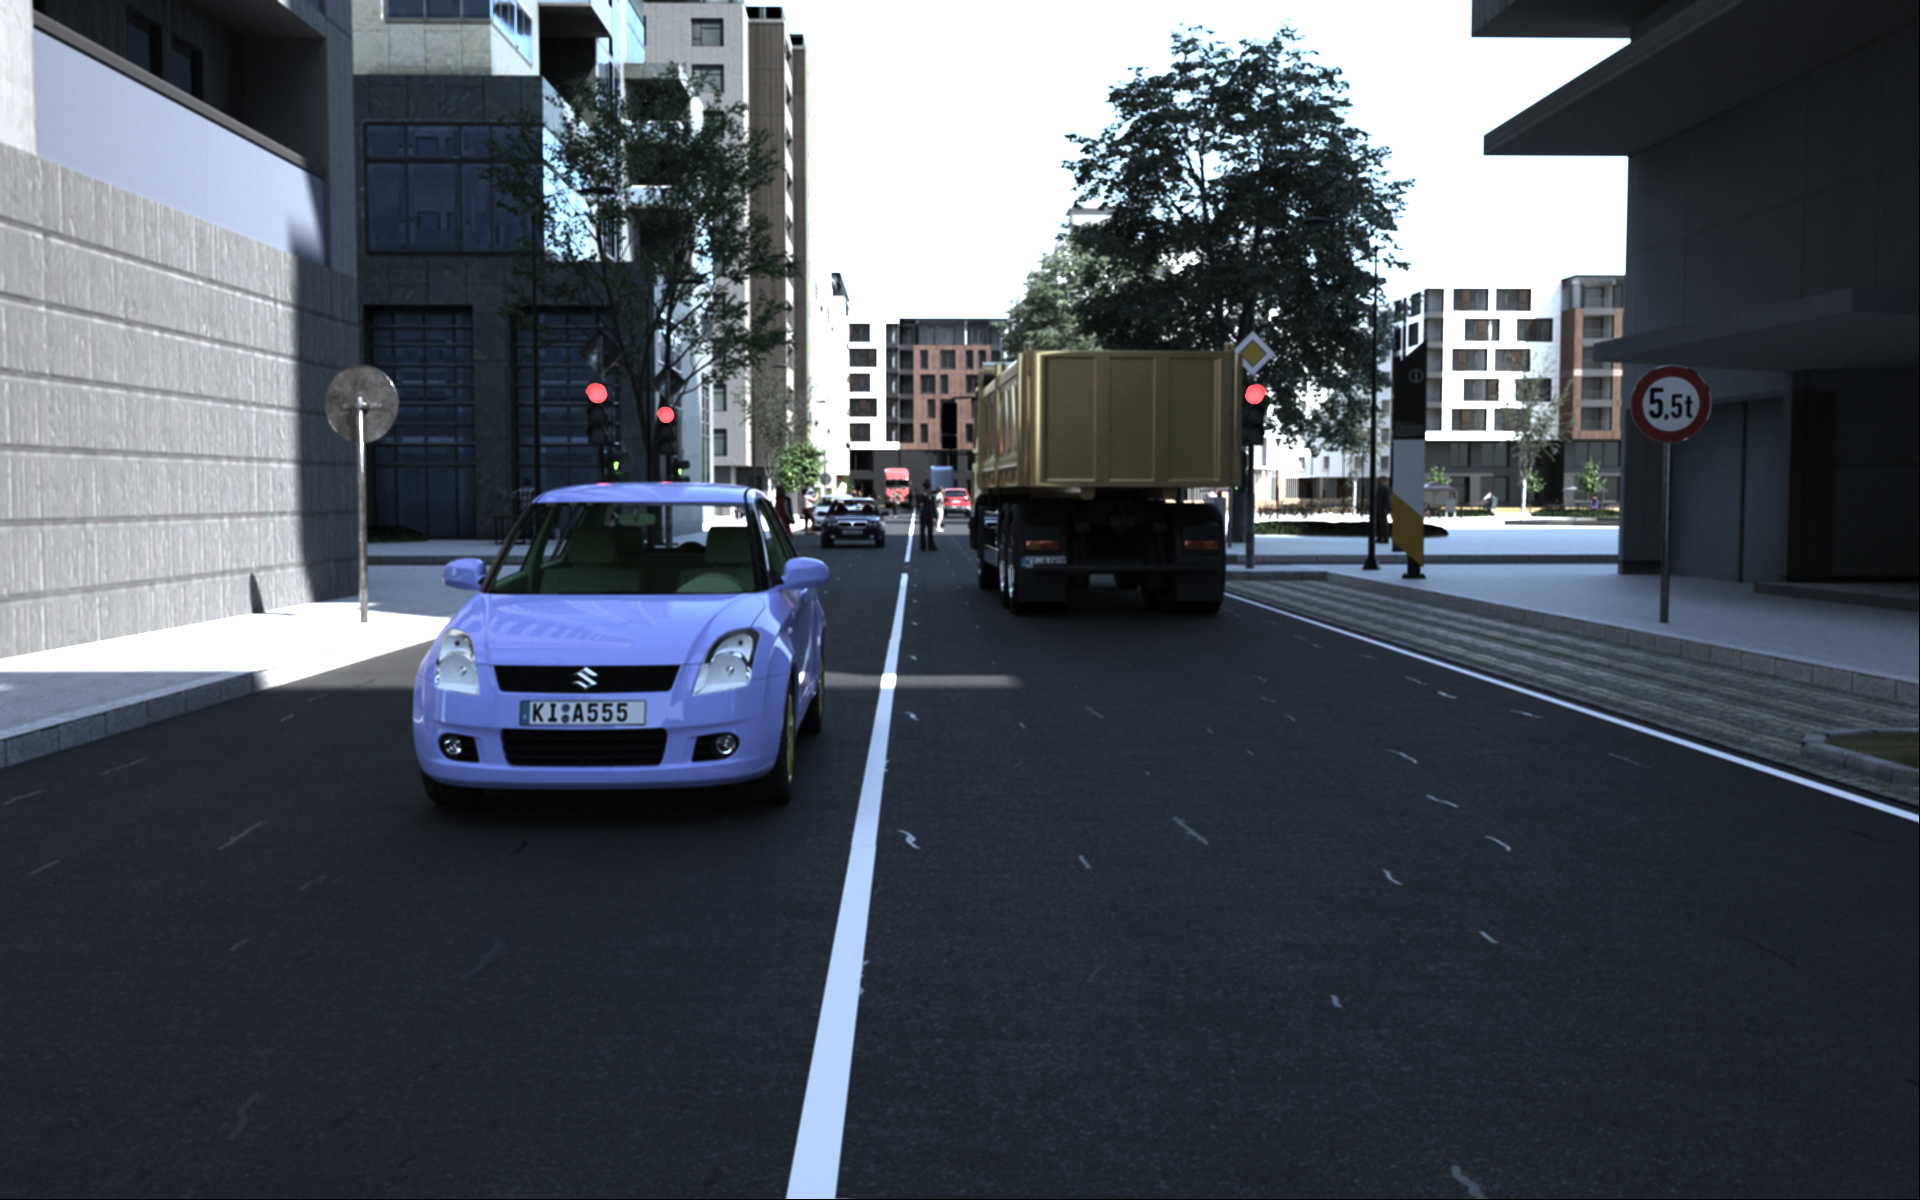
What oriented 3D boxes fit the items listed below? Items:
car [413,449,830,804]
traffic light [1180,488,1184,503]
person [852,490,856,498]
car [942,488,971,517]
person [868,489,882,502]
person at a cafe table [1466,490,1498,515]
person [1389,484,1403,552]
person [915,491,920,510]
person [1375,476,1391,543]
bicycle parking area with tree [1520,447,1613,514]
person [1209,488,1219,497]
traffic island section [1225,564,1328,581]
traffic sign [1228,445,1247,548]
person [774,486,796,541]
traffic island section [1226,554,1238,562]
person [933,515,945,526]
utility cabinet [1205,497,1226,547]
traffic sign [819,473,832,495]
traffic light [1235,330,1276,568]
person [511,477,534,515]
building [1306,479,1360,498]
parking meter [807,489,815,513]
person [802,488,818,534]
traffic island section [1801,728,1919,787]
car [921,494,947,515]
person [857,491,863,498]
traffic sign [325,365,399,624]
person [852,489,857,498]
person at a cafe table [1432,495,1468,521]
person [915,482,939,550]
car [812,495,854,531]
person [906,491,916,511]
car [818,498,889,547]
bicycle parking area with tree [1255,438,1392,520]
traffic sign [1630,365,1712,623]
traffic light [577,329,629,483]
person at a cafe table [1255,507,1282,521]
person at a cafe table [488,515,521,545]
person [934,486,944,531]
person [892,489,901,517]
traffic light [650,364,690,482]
[{"bbox_3d":[-1.633,0.029,9.124,1.945,1.707,3.694,0,4,-1],"label":"car"},{"bbox_3d":[4.797,-2.991,37.816,0.839,4.253,0.868,0,4,-1],"label":"traffic light"},{"bbox_3d":[-10.412,-9.947,169.475,0.742,1.727,0.445,3,4,38],"label":"person"},{"bbox_3d":[-0.339,-6.246,110.795,2.281,1.827,5.304,0,4,-2],"label":"car"},{"bbox_3d":[-7.054,-8.163,141.985,1.348,1.822,0.705,-1,4,-15],"label":"person"},{"bbox_3d":[32.443,-6.018,106.912,1.698,1.524,1.622,-2,4,-29],"label":"person at a cafe table"},{"bbox_3d":[9.841,-1.994,38.767,0.598,1.807,0.434,-3,5,-44],"label":"person"},{"bbox_3d":[-3.761,-8.916,155.201,0.541,1.710,0.530,-2,4,-24],"label":"person"},{"bbox_3d":[10.998,-2.364,45.254,0.434,1.755,0.990,-1,4,-9],"label":"person"},{"bbox_3d":[38.946,-7.287,106.148,8.231,4.147,9.016,1,4,10],"label":"bicycle parking area with tree"},{"bbox_3d":[10.603,-3.912,72.223,0.590,1.554,0.614,3,5,42],"label":"person"},{"bbox_3d":[5.035,-0.469,29.948,2.009,0.180,2.903,0,4,-1],"label":"traffic island section"},{"bbox_3d":[6.443,-2.519,41.291,0.768,2.556,0.104,0,4,6],"label":"traffic sign"},{"bbox_3d":[-3.895,-1.730,38.492,0.444,1.614,0.593,-1,4,-13],"label":"person"},{"bbox_3d":[4.837,-0.957,37.931,2.009,0.180,2.903,0,4,-1],"label":"traffic island section"},{"bbox_3d":[-0.975,-3.706,77.372,0.655,0.850,0.859,0,4,-2],"label":"person"},{"bbox_3d":[6.211,-1.890,42.060,0.306,1.237,1.020,0,4,-5],"label":"utility cabinet"},{"bbox_3d":[-8.060,-6.335,103.683,0.768,2.556,0.104,0,3,0],"label":"traffic sign"},{"bbox_3d":[4.995,-2.502,29.834,0.839,4.253,0.868,0,4,-1],"label":"traffic light"},{"bbox_3d":[-11.606,-2.430,46.490,0.841,1.734,0.376,1,4,21],"label":"person"},{"bbox_3d":[41.233,-20.865,207.593,31.486,18.905,16.747,0,4,-1],"label":"building"},{"bbox_3d":[-7.601,-4.893,88.414,0.372,1.533,0.369,0,3,0],"label":"parking meter"},{"bbox_3d":[-5.320,-3.150,61.470,0.566,1.644,0.517,0,4,4],"label":"person"},{"bbox_3d":[5.554,0.848,9.004,1.991,0.108,1.994,0,4,-1],"label":"traffic island section"},{"bbox_3d":[-1.731,-6.575,117.284,2.009,1.686,4.222,0,4,-2],"label":"car"},{"bbox_3d":[-9.989,-10.115,172.898,0.593,1.643,0.415,0,4,3],"label":"person"},{"bbox_3d":[-5.915,-1.040,17.118,0.768,2.556,0.104,0,4,8],"label":"traffic sign"},{"bbox_3d":[-10.298,-9.803,167.033,0.721,1.735,1.217,-3,4,-36],"label":"person"},{"bbox_3d":[23.981,-4.516,84.692,1.698,1.238,1.726,1,4,15],"label":"person at a cafe table"},{"bbox_3d":[-0.851,-2.111,43.821,0.445,1.727,0.742,1,4,22],"label":"person"},{"bbox_3d":[-4.856,-3.453,68.456,2.014,1.417,4.499,0,4,-1],"label":"car"},{"bbox_3d":[-4.216,-8.508,148.427,0.721,1.723,1.217,-3,5,-44],"label":"person"},{"bbox_3d":[-2.929,-2.156,47.833,1.945,1.354,3.894,0,4,-2],"label":"car"},{"bbox_3d":[18.616,-6.244,89.093,8.231,4.147,9.016,-1,4,-9],"label":"bicycle parking area with tree"},{"bbox_3d":[7.029,-1.046,17.210,0.768,2.556,0.104,0,4,7],"label":"traffic sign"},{"bbox_3d":[-6.103,-2.485,29.544,0.839,4.253,0.868,0,4,-1],"label":"traffic light"},{"bbox_3d":[12.973,-3.959,75.596,1.726,1.238,1.698,0,4,-8],"label":"person at a cafe table"},{"bbox_3d":[-11.114,-2.060,44.543,1.726,1.238,1.698,-2,4,-24],"label":"person at a cafe table"},{"bbox_3d":[-0.817,-3.516,66.710,0.376,1.734,0.841,0,4,-5],"label":"person"},{"bbox_3d":[-3.997,-5.980,106.997,0.376,1.734,0.841,-2,4,-28],"label":"person"},{"bbox_3d":[-6.300,-2.973,37.526,0.839,4.253,0.868,0,4,-1],"label":"traffic light"}]
